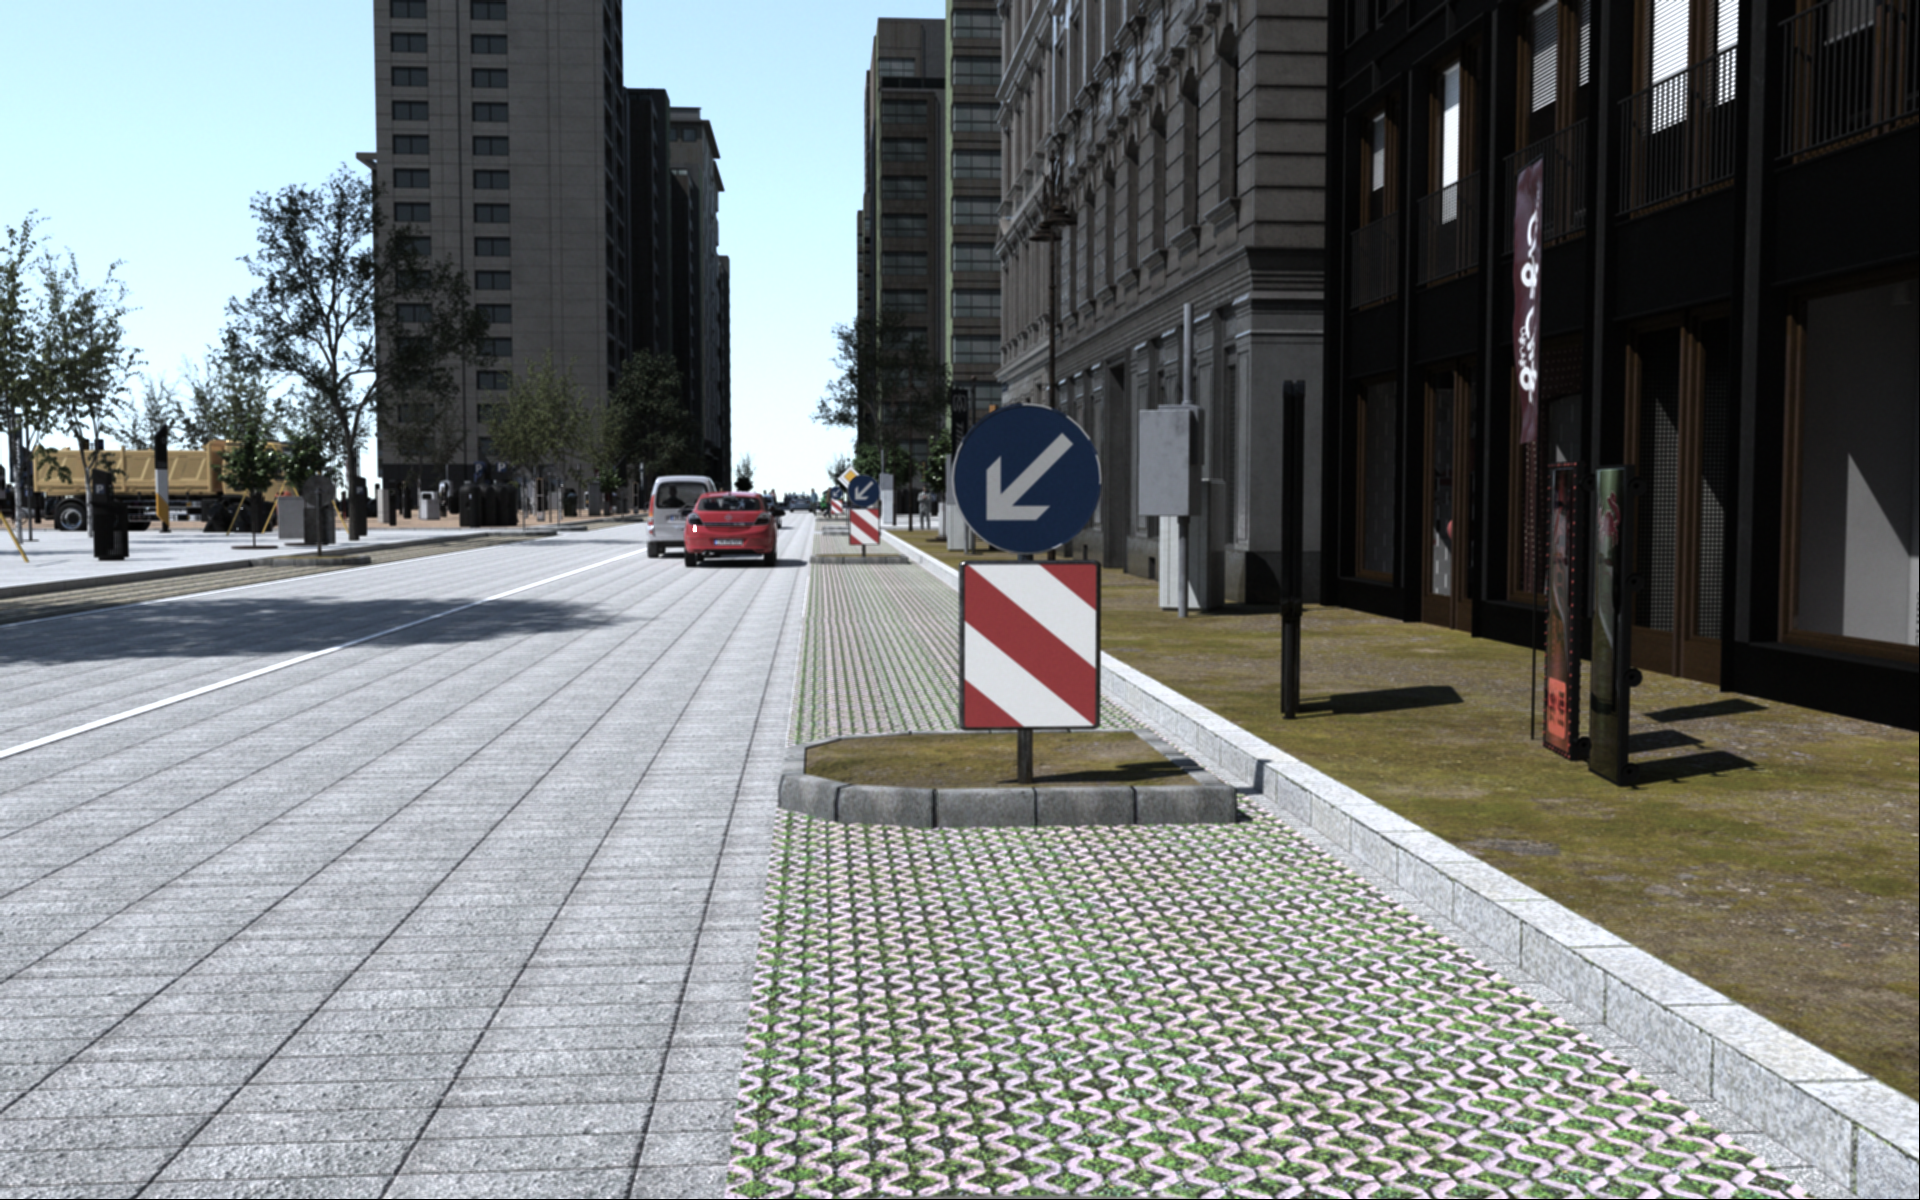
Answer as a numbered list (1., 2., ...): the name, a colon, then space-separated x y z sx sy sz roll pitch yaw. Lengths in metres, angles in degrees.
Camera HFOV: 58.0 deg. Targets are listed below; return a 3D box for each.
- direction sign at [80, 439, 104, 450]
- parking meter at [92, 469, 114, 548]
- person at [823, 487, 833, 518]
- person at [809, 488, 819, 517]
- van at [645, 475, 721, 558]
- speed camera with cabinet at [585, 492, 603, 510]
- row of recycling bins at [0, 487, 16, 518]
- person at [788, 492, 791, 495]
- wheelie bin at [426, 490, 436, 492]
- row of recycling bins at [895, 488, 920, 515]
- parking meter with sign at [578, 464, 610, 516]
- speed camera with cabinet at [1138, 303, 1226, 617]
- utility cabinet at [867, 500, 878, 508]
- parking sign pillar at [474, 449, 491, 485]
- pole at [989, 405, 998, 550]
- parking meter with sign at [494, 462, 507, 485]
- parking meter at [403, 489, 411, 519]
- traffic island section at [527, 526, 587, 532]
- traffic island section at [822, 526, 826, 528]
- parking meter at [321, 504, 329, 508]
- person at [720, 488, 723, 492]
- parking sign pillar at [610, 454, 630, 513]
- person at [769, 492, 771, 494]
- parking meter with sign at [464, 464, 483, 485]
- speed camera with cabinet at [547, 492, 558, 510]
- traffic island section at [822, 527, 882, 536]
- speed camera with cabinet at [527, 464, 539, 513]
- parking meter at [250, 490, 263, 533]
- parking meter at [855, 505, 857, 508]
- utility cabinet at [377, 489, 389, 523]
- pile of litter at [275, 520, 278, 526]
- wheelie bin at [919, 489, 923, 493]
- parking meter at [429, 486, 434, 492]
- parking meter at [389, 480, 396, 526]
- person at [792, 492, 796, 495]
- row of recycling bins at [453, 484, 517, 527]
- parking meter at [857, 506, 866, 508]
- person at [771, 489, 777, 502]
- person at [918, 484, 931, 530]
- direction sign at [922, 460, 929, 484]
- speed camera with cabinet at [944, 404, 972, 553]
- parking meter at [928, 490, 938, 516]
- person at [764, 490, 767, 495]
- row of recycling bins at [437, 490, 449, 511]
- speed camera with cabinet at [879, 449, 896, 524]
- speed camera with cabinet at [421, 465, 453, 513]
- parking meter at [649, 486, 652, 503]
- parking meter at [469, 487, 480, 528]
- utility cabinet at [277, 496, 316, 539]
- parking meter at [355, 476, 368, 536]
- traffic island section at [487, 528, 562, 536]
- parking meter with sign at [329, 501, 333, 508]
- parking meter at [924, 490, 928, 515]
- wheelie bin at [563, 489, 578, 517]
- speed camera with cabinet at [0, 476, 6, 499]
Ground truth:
1. direction sign: -35.623 -4.842 71.166 0.876 3.537 0.379 -2 4 -31
2. parking meter: -19.793 -2.099 40.026 0.399 1.863 0.255 0 4 -1
3. person: -7.876 -5.831 103.746 0.656 1.842 0.836 3 5 39
4. person: -9.174 -6.119 108.889 0.444 1.785 0.601 -3 5 -44
5. van: -6.381 -2.044 40.428 2.013 2.044 4.112 0 4 -6
6. speed camera with cabinet: -29.915 -8.992 141.354 0.660 3.252 2.038 -3 5 -40
7. row of recycling bins: -52.315 -5.391 95.256 1.069 1.692 3.534 1 4 13
8. person: -22.907 -13.669 232.899 0.541 1.710 0.530 1 4 11
9. wheelie bin: -37.354 -7.003 122.405 0.980 1.594 0.693 -1 4 -10
10. row of recycling bins: -3.482 -6.290 109.960 1.069 1.692 3.534 2 4 24
11. parking meter with sign: -21.127 -6.349 100.070 1.738 3.016 0.543 -1 4 -16
12. speed camera with cabinet: 2.424 -1.496 18.794 0.660 3.252 2.038 1 4 19
13. utility cabinet: -4.533 -4.995 90.345 0.318 1.500 1.173 -1 4 -17
14. parking sign pillar: -28.300 -6.983 102.641 1.447 3.967 1.447 -3 5 -42
15. pole: 0.775 -2.807 39.742 0.158 3.312 0.155 0 3 0
16. parking meter with sign: -25.304 -6.047 95.128 0.543 3.016 1.738 -2 4 -24
17. parking meter: -28.991 -5.041 90.837 0.372 1.533 0.369 0 3 0
18. traffic island section: -15.695 -2.776 67.661 2.009 0.180 2.903 0 4 -5
19. traffic island section: -4.441 -2.831 68.568 2.009 0.180 2.903 0 4 -5
20. parking meter: -32.355 -4.880 88.197 0.372 1.533 0.369 0 3 0
21. person: -13.561 -5.466 98.219 0.624 1.780 0.694 -1 4 -22
22. parking sign pillar: -23.047 -7.868 117.108 1.447 3.967 1.447 1 4 20
23. person: -27.748 -14.947 253.019 1.348 1.807 0.705 0 4 7
24. parking meter with sign: -28.197 -6.335 99.842 1.738 3.016 0.543 3 5 43
25. speed camera with cabinet: -33.198 -8.841 138.881 2.038 3.252 0.660 -2 4 -30
26. traffic island section: -3.793 -2.344 60.609 2.009 0.180 2.903 0 4 -5
27. speed camera with cabinet: -28.162 -7.343 114.388 0.660 3.252 2.038 0 4 -7
28. parking meter: -23.013 -3.115 56.645 0.255 1.863 0.399 0 4 4
29. parking meter: -7.510 -7.422 127.052 0.255 1.863 0.399 -2 4 -24
30. utility cabinet: -25.424 -4.143 76.413 0.318 1.500 1.173 -2 4 -30
31. pile of litter: -28.729 -3.737 75.068 1.719 0.858 1.176 -2 4 -28
32. wheelie bin: -2.559 -6.399 112.536 0.980 1.594 0.693 0 4 7
33. parking meter: -35.977 -6.862 117.910 0.255 1.863 0.399 -1 4 -11
34. parking meter: -23.012 -3.946 70.229 0.255 1.863 0.399 -1 4 -17
35. person: -25.799 -15.984 269.865 1.348 1.821 0.705 -2 4 -29
36. row of recycling bins: -18.851 -3.812 69.445 1.069 1.692 3.534 1 4 16
37. parking meter: -7.054 -7.363 126.102 0.255 1.863 0.399 -3 5 -43
38. person: -13.809 -7.325 128.275 0.388 1.821 0.555 2 4 31
39. person: -1.353 -3.489 65.724 0.511 1.800 0.466 0 3 0
40. direction sign: -2.250 -7.583 115.983 0.876 3.537 0.379 3 5 43
41. speed camera with cabinet: -0.015 -2.711 38.668 0.660 3.252 2.038 0 4 2
42. parking meter: -1.499 -5.676 101.219 0.372 1.533 0.369 0 3 0
43. person: -18.997 -9.781 168.425 0.705 1.824 1.348 -2 4 -26
44. row of recycling bins: -40.106 -7.894 136.186 1.069 1.692 3.534 0 4 6
45. speed camera with cabinet: -3.158 -4.998 76.056 0.660 3.252 2.038 0 4 -6
46. speed camera with cabinet: -34.981 -7.425 115.739 2.038 3.252 0.660 0 4 6
47. parking meter: -22.403 -7.323 125.441 0.255 1.863 0.399 -1 4 -9
48. parking meter: -18.630 -3.552 66.494 0.372 1.533 0.369 0 3 0
49. utility cabinet: -19.069 -2.364 49.818 1.020 1.237 0.306 -2 4 -25
50. parking meter: -18.401 -2.904 53.186 0.399 1.863 0.255 -1 4 -14
51. traffic island section: -15.048 -2.289 59.702 2.009 0.180 2.903 0 4 -5
52. parking meter with sign: -40.069 -6.941 109.749 0.543 3.016 1.738 0 4 -6
53. parking meter: -2.035 -5.854 104.125 0.372 1.533 0.369 0 3 0
54. wheelie bin: -22.124 -5.526 98.263 0.980 1.594 0.693 2 4 30
55. speed camera with cabinet: -45.292 -5.298 80.962 0.660 3.252 2.038 -1 4 -9
